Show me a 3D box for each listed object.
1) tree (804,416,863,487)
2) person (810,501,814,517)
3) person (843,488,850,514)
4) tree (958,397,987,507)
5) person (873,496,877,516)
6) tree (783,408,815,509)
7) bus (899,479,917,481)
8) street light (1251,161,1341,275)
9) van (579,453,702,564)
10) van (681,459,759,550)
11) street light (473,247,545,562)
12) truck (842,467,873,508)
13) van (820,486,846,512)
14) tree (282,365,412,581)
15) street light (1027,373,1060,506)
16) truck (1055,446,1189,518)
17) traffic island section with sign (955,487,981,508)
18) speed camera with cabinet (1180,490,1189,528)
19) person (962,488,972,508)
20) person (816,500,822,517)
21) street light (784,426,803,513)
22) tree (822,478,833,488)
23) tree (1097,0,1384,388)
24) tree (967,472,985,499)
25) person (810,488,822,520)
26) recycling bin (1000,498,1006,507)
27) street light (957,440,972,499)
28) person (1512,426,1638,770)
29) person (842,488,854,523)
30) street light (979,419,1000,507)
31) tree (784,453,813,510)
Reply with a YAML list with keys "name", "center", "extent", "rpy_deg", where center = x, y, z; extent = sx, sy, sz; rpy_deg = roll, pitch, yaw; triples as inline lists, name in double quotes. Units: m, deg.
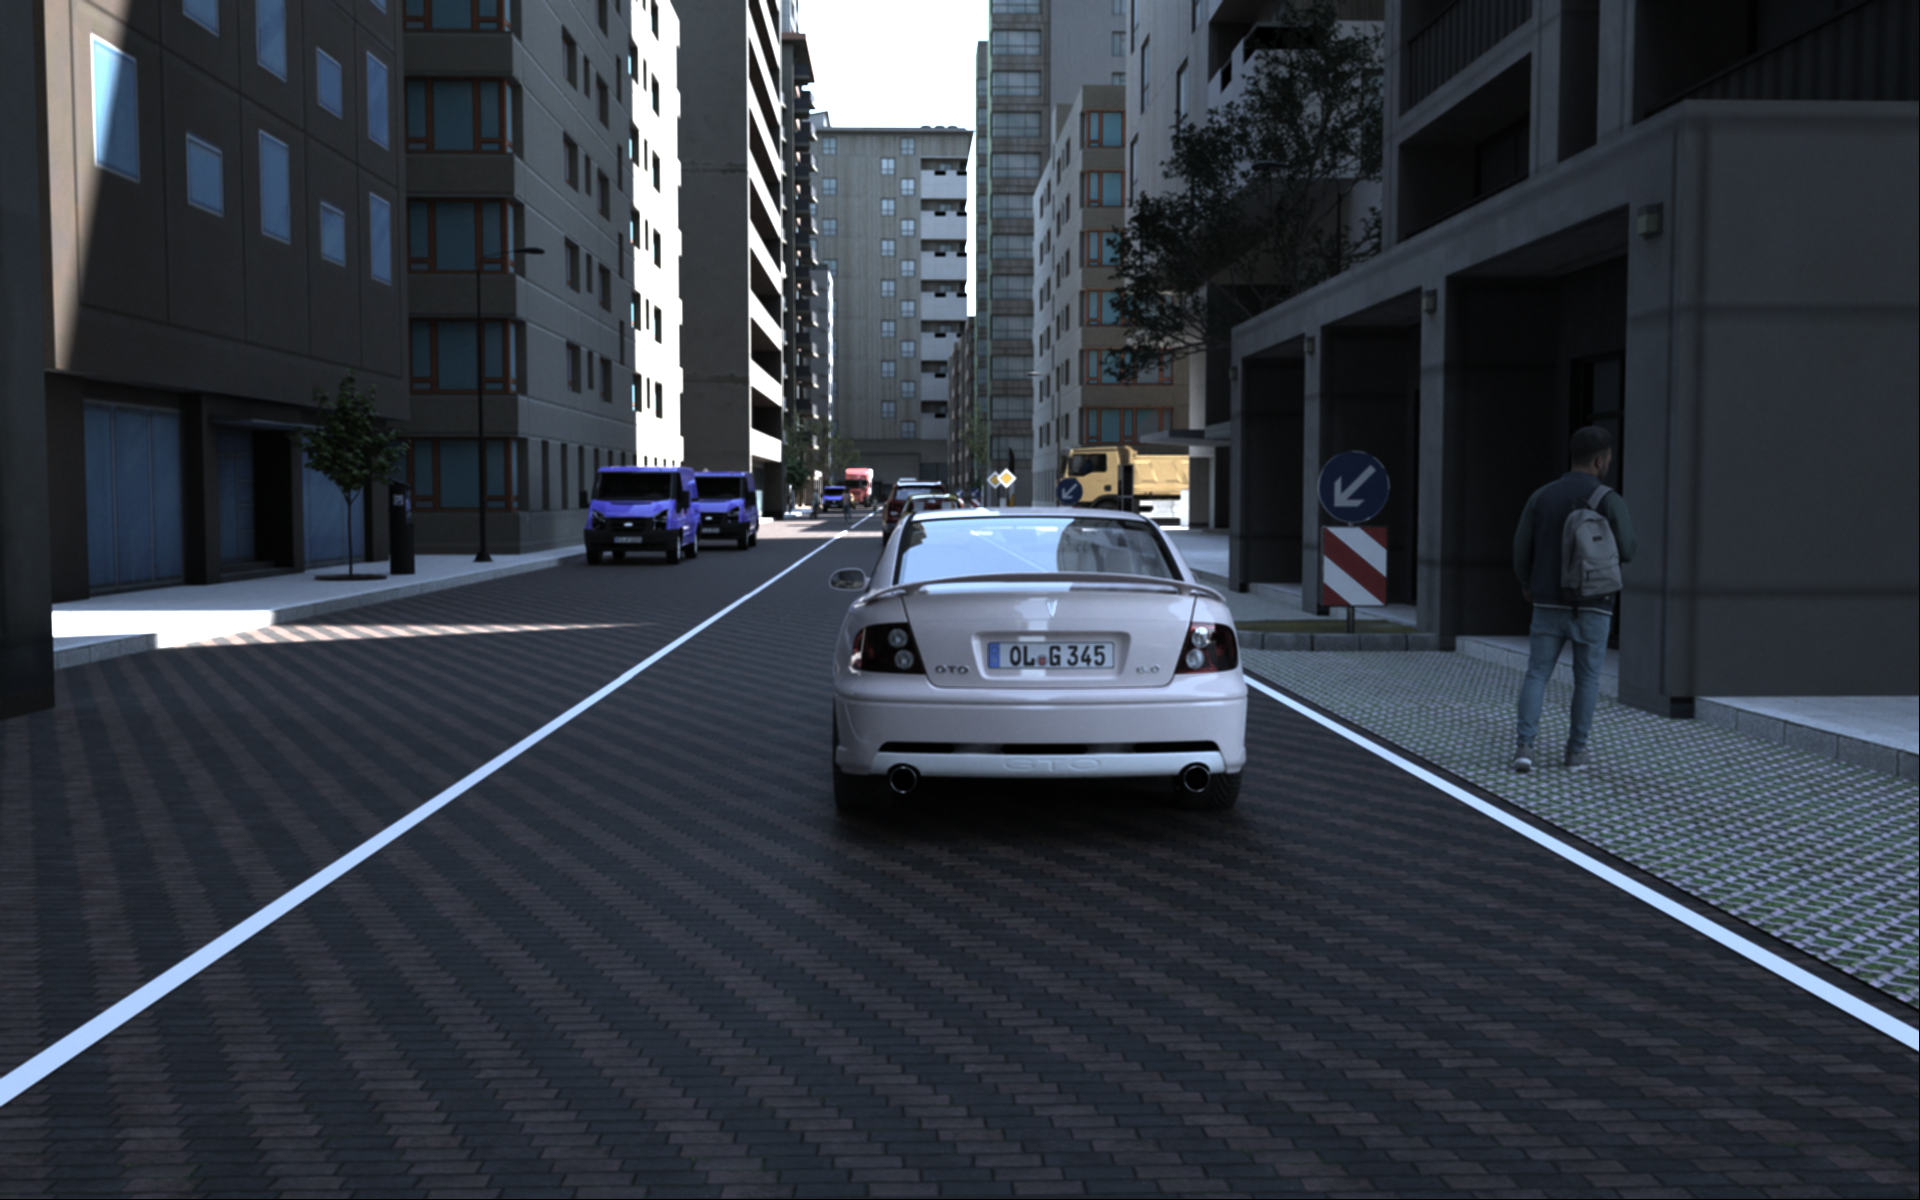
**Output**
- name: "tree"
  center: [-15.429, -16.410, 202.716]
  extent: [8.767, 10.594, 7.601]
  rpy_deg: [0, 4, 3]
- name: "person"
  center: [-9.136, -5.799, 108.336]
  extent: [0.505, 1.210, 0.382]
  rpy_deg: [-3, 5, -42]
- name: "person"
  center: [-8.208, -7.201, 126.035]
  extent: [0.655, 1.846, 0.447]
  rpy_deg: [3, 4, 39]
- name: "tree"
  center: [1.956, -11.163, 132.883]
  extent: [4.737, 8.622, 4.395]
  rpy_deg: [0, 3, 0]
- name: "person"
  center: [-5.607, -6.223, 114.502]
  extent: [0.306, 1.304, 0.590]
  rpy_deg: [1, 4, 11]
- name: "tree"
  center: [-14.279, -11.961, 145.927]
  extent: [4.737, 8.622, 4.395]
  rpy_deg: [0, 3, 0]
- name: "bus"
  center: [-6.227, -13.307, 212.430]
  extent: [2.948, 3.499, 13.247]
  rpy_deg: [0, 3, 0]
- name: "street light"
  center: [4.757, -3.168, 24.331]
  extent: [1.470, 5.913, 1.316]
  rpy_deg: [0, 4, -2]
- name: "van"
  center: [-6.750, -2.001, 37.102]
  extent: [2.240, 2.365, 5.245]
  rpy_deg: [0, 4, -3]
- name: "van"
  center: [-6.461, -2.549, 46.056]
  extent: [2.240, 2.365, 5.245]
  rpy_deg: [0, 4, -3]
- name: "street light"
  center: [-8.510, -3.680, 32.709]
  extent: [1.470, 5.913, 1.316]
  rpy_deg: [0, 4, -2]
- name: "truck"
  center: [-10.540, -11.688, 180.005]
  extent: [2.839, 4.237, 11.283]
  rpy_deg: [0, 4, -1]
- name: "van"
  center: [-9.844, -8.098, 136.793]
  extent: [2.240, 2.365, 5.245]
  rpy_deg: [0, 4, -2]
- name: "tree"
  center: [-9.053, -1.923, 26.040]
  extent: [1.663, 3.219, 1.824]
  rpy_deg: [0, 3, 0]
- name: "street light"
  center: [3.253, -5.740, 66.383]
  extent: [1.470, 5.913, 1.316]
  rpy_deg: [0, 4, -2]
- name: "truck"
  center: [7.958, -4.574, 70.711]
  extent: [9.791, 3.379, 3.469]
  rpy_deg: [0, 4, -3]
- name: "traffic island section with sign"
  center: [0.717, -5.533, 99.094]
  extent: [1.989, 1.847, 2.006]
  rpy_deg: [0, 4, -2]
- name: "speed camera with cabinet"
  center: [9.390, -4.433, 66.816]
  extent: [2.038, 3.252, 0.660]
  rpy_deg: [-3, 5, -41]
- name: "person"
  center: [0.397, -5.060, 91.777]
  extent: [0.519, 1.759, 0.362]
  rpy_deg: [1, 4, 18]
- name: "person"
  center: [-9.017, -5.939, 110.623]
  extent: [0.505, 1.210, 0.382]
  rpy_deg: [1, 4, 15]
- name: "street light"
  center: [-11.327, -8.870, 117.573]
  extent: [1.470, 5.913, 1.316]
  rpy_deg: [0, 4, -2]
- name: "tree"
  center: [-15.630, -13.051, 207.979]
  extent: [1.663, 3.219, 1.824]
  rpy_deg: [0, 3, 0]
- name: "tree"
  center: [5.885, -5.954, 31.762]
  extent: [7.601, 10.594, 8.767]
  rpy_deg: [3, 5, 44]
- name: "tree"
  center: [1.658, -9.653, 152.422]
  extent: [1.663, 3.219, 1.824]
  rpy_deg: [0, 3, 0]
- name: "person"
  center: [-8.056, -5.380, 96.941]
  extent: [0.515, 1.767, 0.782]
  rpy_deg: [-2, 4, -29]
- name: "recycling bin"
  center: [2.760, -5.889, 108.844]
  extent: [0.722, 1.027, 0.722]
  rpy_deg: [0, 4, -7]
- name: "street light"
  center: [0.408, -10.805, 149.205]
  extent: [1.470, 5.913, 1.316]
  rpy_deg: [0, 4, -2]
- name: "person"
  center: [3.158, -0.005, 8.927]
  extent: [0.623, 1.781, 0.721]
  rpy_deg: [2, 4, 24]
- name: "person"
  center: [-5.536, -4.661, 85.299]
  extent: [0.593, 1.750, 0.643]
  rpy_deg: [0, 4, 1]
- name: "street light"
  center: [1.861, -8.241, 107.279]
  extent: [1.470, 5.913, 1.316]
  rpy_deg: [0, 4, -2]
- name: "tree"
  center: [-13.567, -9.537, 139.639]
  extent: [4.285, 4.588, 4.351]
  rpy_deg: [0, 3, 0]
